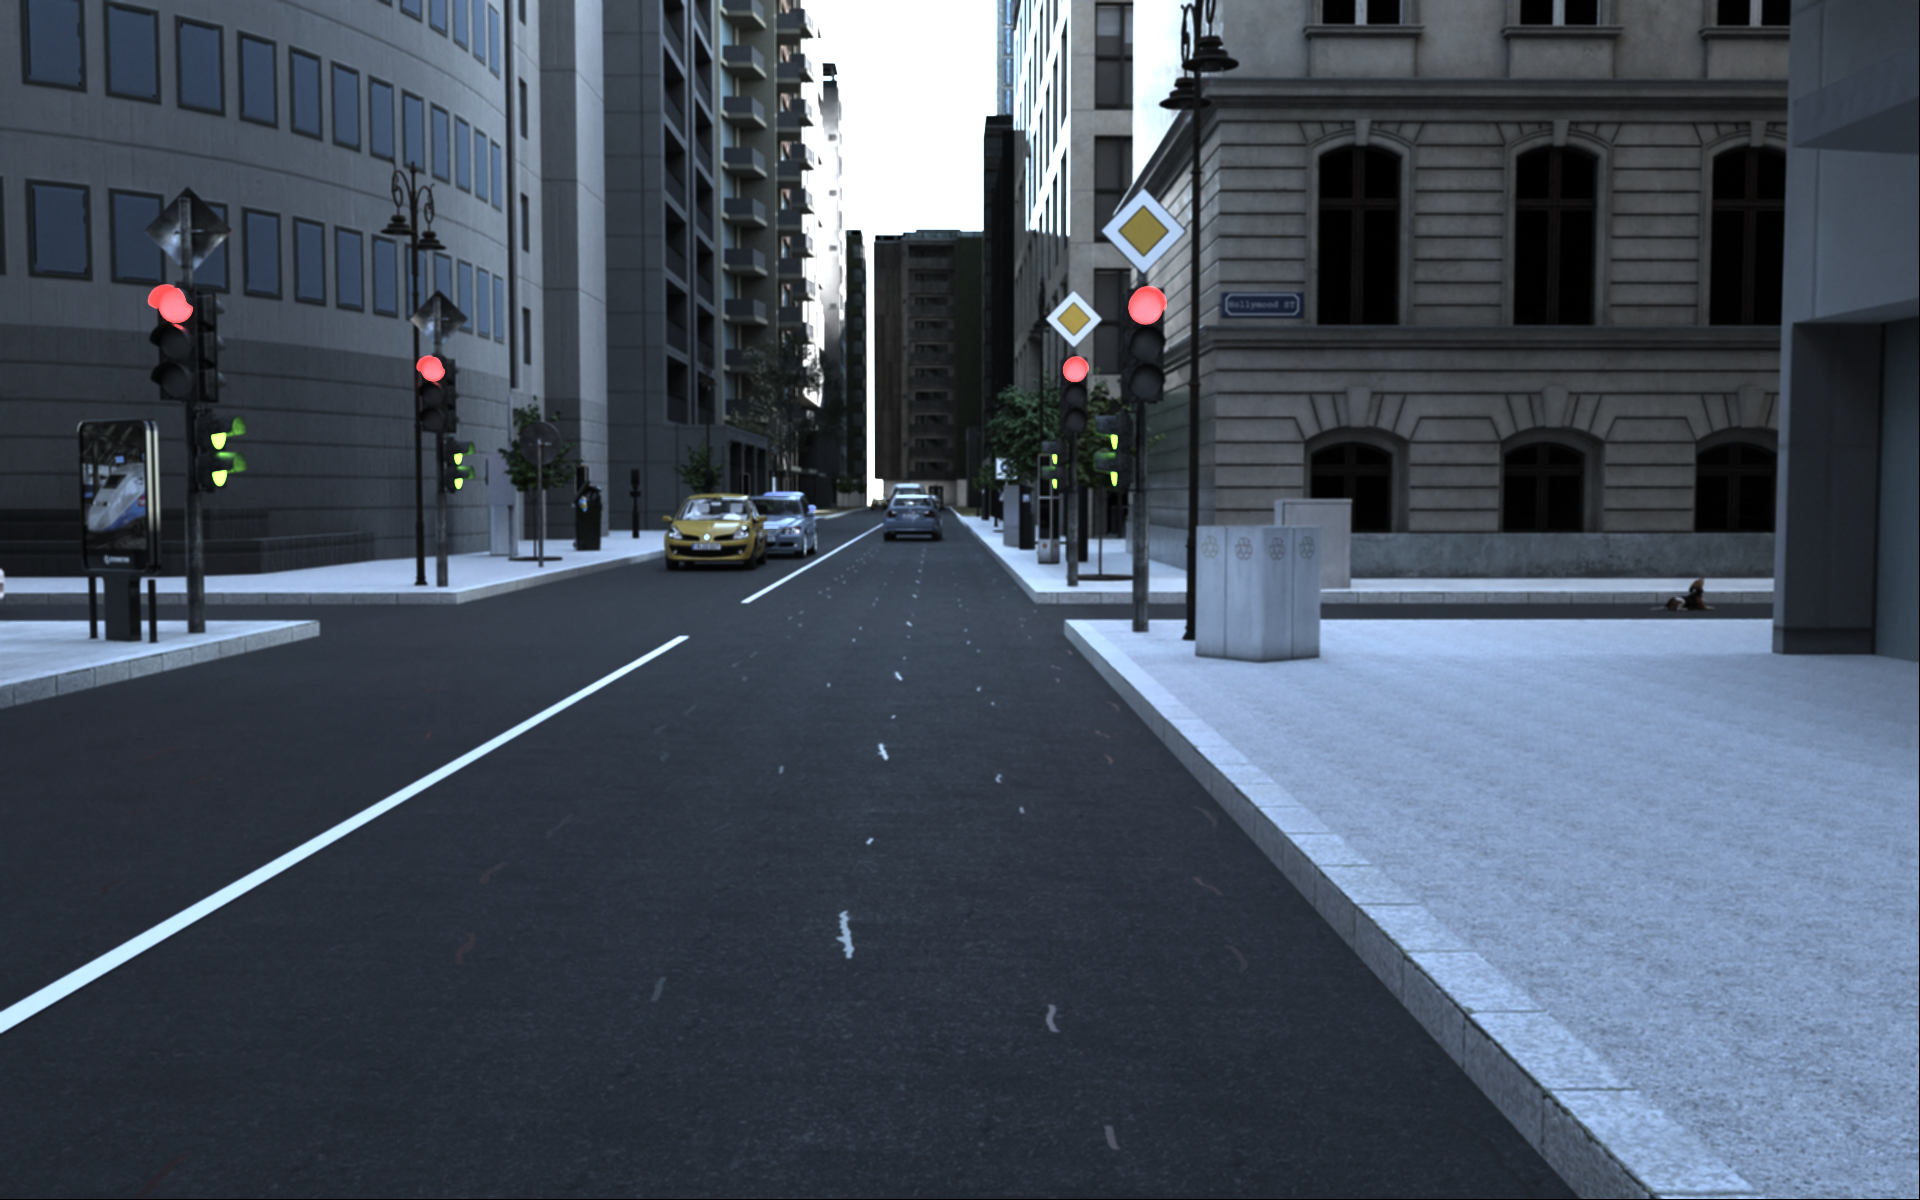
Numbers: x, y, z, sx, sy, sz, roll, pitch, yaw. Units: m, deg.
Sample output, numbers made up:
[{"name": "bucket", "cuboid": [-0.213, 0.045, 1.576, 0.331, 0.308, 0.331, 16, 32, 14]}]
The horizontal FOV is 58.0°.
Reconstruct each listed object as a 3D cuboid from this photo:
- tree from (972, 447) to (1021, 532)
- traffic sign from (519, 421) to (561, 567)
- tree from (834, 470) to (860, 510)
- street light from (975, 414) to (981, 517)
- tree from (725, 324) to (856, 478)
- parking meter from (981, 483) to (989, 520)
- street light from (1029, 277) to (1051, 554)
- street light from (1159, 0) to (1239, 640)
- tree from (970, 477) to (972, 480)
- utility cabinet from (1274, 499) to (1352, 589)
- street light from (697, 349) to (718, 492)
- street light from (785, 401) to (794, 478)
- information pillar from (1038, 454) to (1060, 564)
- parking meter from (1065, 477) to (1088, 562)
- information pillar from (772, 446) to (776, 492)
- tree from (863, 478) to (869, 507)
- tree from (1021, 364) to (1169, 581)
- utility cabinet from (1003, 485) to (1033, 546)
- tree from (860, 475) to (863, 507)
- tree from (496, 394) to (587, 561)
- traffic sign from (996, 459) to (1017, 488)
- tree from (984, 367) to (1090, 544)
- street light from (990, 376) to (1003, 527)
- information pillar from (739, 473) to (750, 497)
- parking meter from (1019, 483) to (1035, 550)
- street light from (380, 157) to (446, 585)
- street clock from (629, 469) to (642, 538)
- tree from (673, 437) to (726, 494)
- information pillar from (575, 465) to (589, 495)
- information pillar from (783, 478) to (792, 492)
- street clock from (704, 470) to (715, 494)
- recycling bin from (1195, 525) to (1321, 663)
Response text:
[{"name": "tree", "cuboid": [1.656, -3.915, 58.619, 1.663, 3.219, 1.824, 0, 3, 0]}, {"name": "traffic sign", "cuboid": [-7.373, -1.852, 30.393, 0.768, 2.556, 0.104, 1, 4, 8]}, {"name": "tree", "cuboid": [-9.514, -8.886, 139.890, 1.663, 3.219, 1.824, 0, 3, 0]}, {"name": "street light", "cuboid": [1.023, -7.679, 98.337, 0.468, 5.910, 1.993, 0, 4, -1]}, {"name": "tree", "cuboid": [-9.169, -9.773, 94.198, 8.767, 10.594, 7.601, 2, 4, 32]}, {"name": "parking meter", "cuboid": [1.241, -4.861, 85.182, 0.255, 1.863, 0.399, -2, 4, -31]}, {"name": "street light", "cuboid": [1.743, -3.934, 37.103, 0.468, 5.910, 1.993, 0, 4, -1]}, {"name": "street light", "cuboid": [2.050, -2.587, 15.086, 0.468, 5.910, 1.993, 0, 4, -1]}, {"name": "tree", "cuboid": [1.360, -6.859, 106.754, 1.663, 3.219, 1.824, 0, 3, 0]}, {"name": "utility cabinet", "cuboid": [4.774, -0.753, 23.470, 1.020, 1.237, 0.306, -1, 4, -15]}, {"name": "street light", "cuboid": [-8.051, -5.049, 55.337, 0.468, 5.910, 1.993, 0, 4, -1]}, {"name": "street light", "cuboid": [-8.426, -6.914, 85.829, 0.468, 5.910, 1.993, 0, 4, -1]}, {"name": "information pillar", "cuboid": [1.634, -1.670, 31.789, 0.304, 2.012, 0.304, 2, 4, 35]}, {"name": "parking meter", "cuboid": [2.213, -1.663, 32.907, 0.399, 1.863, 0.255, 3, 4, 38]}, {"name": "information pillar", "cuboid": [-9.075, -5.706, 84.643, 0.183, 3.616, 0.504, -1, 4, -18]}, {"name": "tree", "cuboid": [-9.844, -10.972, 173.992, 1.663, 3.219, 1.824, 0, 3, 0]}, {"name": "tree", "cuboid": [2.060, -1.928, 26.126, 1.663, 3.219, 1.824, 0, 3, 0]}, {"name": "utility cabinet", "cuboid": [1.420, -2.048, 42.159, 0.318, 1.500, 1.173, -1, 4, -21]}, {"name": "tree", "cuboid": [-9.933, -9.923, 156.836, 1.663, 3.219, 1.824, 0, 3, 0]}, {"name": "tree", "cuboid": [-8.222, -2.372, 33.386, 1.663, 3.219, 1.824, 0, 3, 0]}, {"name": "traffic sign", "cuboid": [1.319, -2.880, 49.218, 0.606, 2.300, 0.079, 0, 4, 2]}, {"name": "tree", "cuboid": [2.237, -3.751, 45.038, 4.285, 4.588, 4.351, 0, 3, 0]}, {"name": "street light", "cuboid": [1.415, -5.814, 67.845, 0.468, 5.910, 1.993, 0, 4, -1]}, {"name": "information pillar", "cuboid": [-7.686, -3.501, 61.741, 0.304, 2.012, 0.304, -2, 4, -32]}, {"name": "parking meter", "cuboid": [1.556, -1.937, 40.073, 0.372, 1.533, 0.369, 0, 3, 0]}, {"name": "street light", "cuboid": [-7.593, -3.146, 24.221, 0.468, 5.910, 1.993, 0, 4, -1]}, {"name": "street clock", "cuboid": [-9.429, -2.798, 50.317, 0.358, 2.002, 0.471, -1, 4, -10]}, {"name": "tree", "cuboid": [-8.651, -3.916, 58.625, 1.663, 3.219, 1.824, 0, 3, 0]}, {"name": "information pillar", "cuboid": [-9.651, -2.431, 44.247, 0.304, 2.012, 0.304, 0, 4, 1]}, {"name": "information pillar", "cuboid": [-8.022, -4.666, 80.785, 0.304, 2.012, 0.304, 2, 4, 25]}, {"name": "street clock", "cuboid": [-7.573, -2.921, 52.329, 0.358, 2.002, 0.471, -1, 4, -15]}, {"name": "recycling bin", "cuboid": [2.343, -0.066, 13.628, 0.722, 1.027, 0.722, -3, 4, -38]}]
